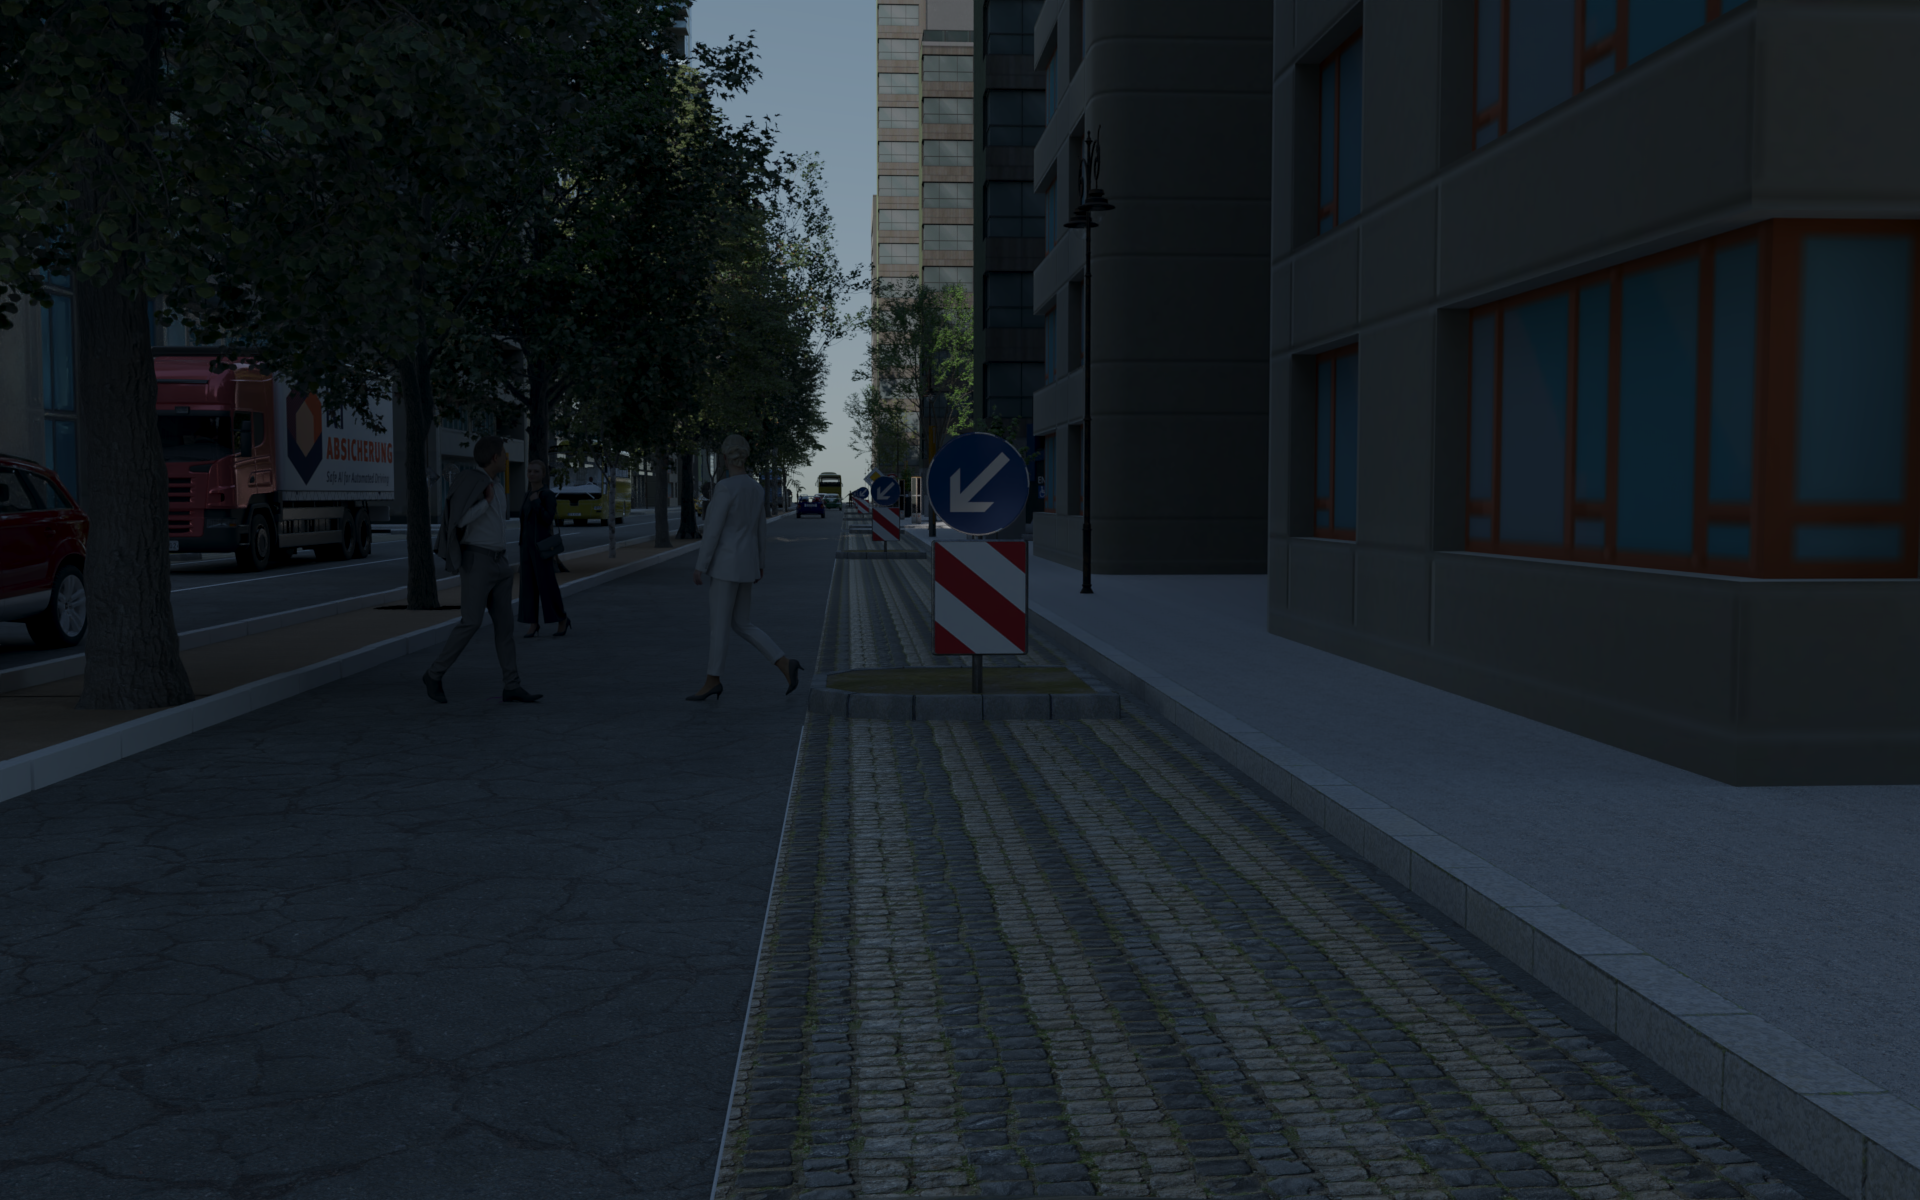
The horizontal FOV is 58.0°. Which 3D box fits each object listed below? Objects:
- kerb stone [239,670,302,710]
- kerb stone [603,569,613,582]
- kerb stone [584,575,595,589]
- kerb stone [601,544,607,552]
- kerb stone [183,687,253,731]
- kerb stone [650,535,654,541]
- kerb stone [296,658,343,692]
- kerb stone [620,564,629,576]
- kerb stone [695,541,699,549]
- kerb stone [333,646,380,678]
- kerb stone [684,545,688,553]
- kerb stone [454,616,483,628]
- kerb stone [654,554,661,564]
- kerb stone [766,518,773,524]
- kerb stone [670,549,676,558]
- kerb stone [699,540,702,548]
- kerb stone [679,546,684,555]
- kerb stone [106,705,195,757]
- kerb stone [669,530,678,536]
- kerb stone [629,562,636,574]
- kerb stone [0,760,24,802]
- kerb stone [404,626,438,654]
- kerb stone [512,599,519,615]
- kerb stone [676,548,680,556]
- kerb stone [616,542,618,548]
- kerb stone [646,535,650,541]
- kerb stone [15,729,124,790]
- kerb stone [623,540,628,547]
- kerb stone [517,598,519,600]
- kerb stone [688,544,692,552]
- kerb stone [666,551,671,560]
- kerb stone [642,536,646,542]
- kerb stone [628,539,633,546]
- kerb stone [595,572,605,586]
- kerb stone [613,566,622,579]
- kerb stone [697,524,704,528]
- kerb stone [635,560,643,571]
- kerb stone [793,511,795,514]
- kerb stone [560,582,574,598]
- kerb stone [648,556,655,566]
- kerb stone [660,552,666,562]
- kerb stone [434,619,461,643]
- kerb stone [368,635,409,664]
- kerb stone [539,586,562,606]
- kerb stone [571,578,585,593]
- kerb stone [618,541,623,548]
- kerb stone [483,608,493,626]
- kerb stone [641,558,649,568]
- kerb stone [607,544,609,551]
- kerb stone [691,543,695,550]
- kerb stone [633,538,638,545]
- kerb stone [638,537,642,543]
[{"bbox_3d":[-4.773,0.628,11.935,0.120,0.150,1.000,0,4,-4],"label":"kerb stone"},{"bbox_3d":[-5.832,-0.373,28.288,0.120,0.150,1.000,0,4,-4],"label":"kerb stone"},{"bbox_3d":[-5.699,-0.247,26.240,0.120,0.150,1.000,0,4,-4],"label":"kerb stone"},{"bbox_3d":[-8.859,-1.239,42.494,0.120,0.150,1.000,0,4,-4],"label":"kerb stone"},{"bbox_3d":[-4.705,0.693,10.914,0.120,0.150,1.000,0,4,-4],"label":"kerb stone"},{"bbox_3d":[-9.517,-1.867,52.715,0.120,0.150,1.000,0,4,-4],"label":"kerb stone"},{"bbox_3d":[-4.842,0.575,12.956,0.120,0.150,1.000,0,4,-4],"label":"kerb stone"},{"bbox_3d":[-5.961,-0.497,30.338,0.120,0.150,1.000,0,4,-4],"label":"kerb stone"},{"bbox_3d":[-6.892,-1.374,44.652,0.120,0.150,1.000,0,4,-4],"label":"kerb stone"},{"bbox_3d":[-4.900,0.507,13.976,0.120,0.150,1.000,0,4,-4],"label":"kerb stone"},{"bbox_3d":[-6.696,-1.180,41.590,0.120,0.150,1.000,0,4,-4],"label":"kerb stone"},{"bbox_3d":[-5.167,0.253,18.056,0.120,0.150,1.000,0,4,-4],"label":"kerb stone"},{"bbox_3d":[-6.296,-0.805,35.455,0.120,0.150,1.000,0,4,-4],"label":"kerb stone"},{"bbox_3d":[-9.709,-4.024,88.162,0.120,0.150,1.000,0,4,-4],"label":"kerb stone"},{"bbox_3d":[-6.493,-0.999,38.523,0.120,0.150,1.000,0,4,-4],"label":"kerb stone"},{"bbox_3d":[-6.956,-1.430,45.678,0.120,0.150,1.000,0,4,-4],"label":"kerb stone"},{"bbox_3d":[-6.623,-1.118,40.566,0.120,0.150,1.000,0,4,-4],"label":"kerb stone"},{"bbox_3d":[-4.636,0.753,9.887,0.120,0.150,1.000,0,4,-4],"label":"kerb stone"},{"bbox_3d":[-10.052,-2.367,60.888,0.120,0.150,1.000,0,4,-4],"label":"kerb stone"},{"bbox_3d":[-6.028,-0.561,31.365,0.120,0.150,1.000,0,4,-4],"label":"kerb stone"},{"bbox_3d":[-4.508,0.878,7.847,0.120,0.150,1.000,0,4,-4],"label":"kerb stone"},{"bbox_3d":[-5.034,0.378,16.016,0.120,0.150,1.000,0,4,-4],"label":"kerb stone"},{"bbox_3d":[-5.299,0.128,20.098,0.120,0.150,1.000,0,4,-4],"label":"kerb stone"},{"bbox_3d":[-6.556,-1.058,39.545,0.120,0.150,1.000,0,4,-4],"label":"kerb stone"},{"bbox_3d":[-8.987,-1.366,44.538,0.120,0.150,1.000,0,4,-4],"label":"kerb stone"},{"bbox_3d":[-9.452,-1.804,51.690,0.120,0.150,1.000,0,4,-4],"label":"kerb stone"},{"bbox_3d":[-4.567,0.815,8.867,0.120,0.150,1.000,0,4,-4],"label":"kerb stone"},{"bbox_3d":[-9.126,-1.491,46.579,0.120,0.150,1.000,0,4,-4],"label":"kerb stone"},{"bbox_3d":[-5.369,0.066,21.118,0.120,0.150,1.000,0,4,-4],"label":"kerb stone"},{"bbox_3d":[-6.755,-1.249,42.612,0.120,0.150,1.000,0,4,-4],"label":"kerb stone"},{"bbox_3d":[-6.429,-0.932,37.502,0.120,0.150,1.000,0,4,-4],"label":"kerb stone"},{"bbox_3d":[-9.384,-1.741,50.661,0.120,0.150,1.000,0,4,-4],"label":"kerb stone"},{"bbox_3d":[-9.180,-1.551,47.600,0.120,0.150,1.000,0,4,-4],"label":"kerb stone"},{"bbox_3d":[-5.760,-0.305,27.268,0.120,0.150,1.000,0,4,-4],"label":"kerb stone"},{"bbox_3d":[-5.898,-0.436,29.318,0.120,0.150,1.000,0,4,-4],"label":"kerb stone"},{"bbox_3d":[-10.817,-3.089,72.737,0.120,0.150,1.000,0,4,-4],"label":"kerb stone"},{"bbox_3d":[-6.098,-0.620,32.391,0.120,0.150,1.000,0,4,-4],"label":"kerb stone"},{"bbox_3d":[-11.896,-6.097,121.920,0.120,0.150,1.000,0,4,-4],"label":"kerb stone"},{"bbox_3d":[-5.562,-0.116,24.191,0.120,0.150,1.000,0,4,-4],"label":"kerb stone"},{"bbox_3d":[-6.231,-0.744,34.431,0.120,0.150,1.000,0,4,-4],"label":"kerb stone"},{"bbox_3d":[-6.354,-0.873,36.476,0.120,0.150,1.000,0,4,-4],"label":"kerb stone"},{"bbox_3d":[-5.099,0.321,17.036,0.120,0.150,1.000,0,4,-4],"label":"kerb stone"},{"bbox_3d":[-4.981,0.442,14.995,0.120,0.150,1.000,0,4,-4],"label":"kerb stone"},{"bbox_3d":[-5.507,-0.059,23.166,0.120,0.150,1.000,0,4,-4],"label":"kerb stone"},{"bbox_3d":[-5.636,-0.185,25.218,0.120,0.150,1.000,0,4,-4],"label":"kerb stone"},{"bbox_3d":[-9.059,-1.426,45.557,0.120,0.150,1.000,0,4,-4],"label":"kerb stone"},{"bbox_3d":[-5.238,0.192,19.076,0.120,0.150,1.000,0,4,-4],"label":"kerb stone"},{"bbox_3d":[-6.165,-0.681,33.411,0.120,0.150,1.000,0,4,-4],"label":"kerb stone"},{"bbox_3d":[-8.925,-1.298,43.518,0.120,0.150,1.000,0,4,-4],"label":"kerb stone"},{"bbox_3d":[-6.834,-1.311,43.632,0.120,0.150,1.000,0,4,-4],"label":"kerb stone"},{"bbox_3d":[-9.246,-1.614,48.621,0.120,0.150,1.000,0,4,-4],"label":"kerb stone"},{"bbox_3d":[-9.315,-1.679,49.641,0.120,0.150,1.000,0,4,-4],"label":"kerb stone"}]
